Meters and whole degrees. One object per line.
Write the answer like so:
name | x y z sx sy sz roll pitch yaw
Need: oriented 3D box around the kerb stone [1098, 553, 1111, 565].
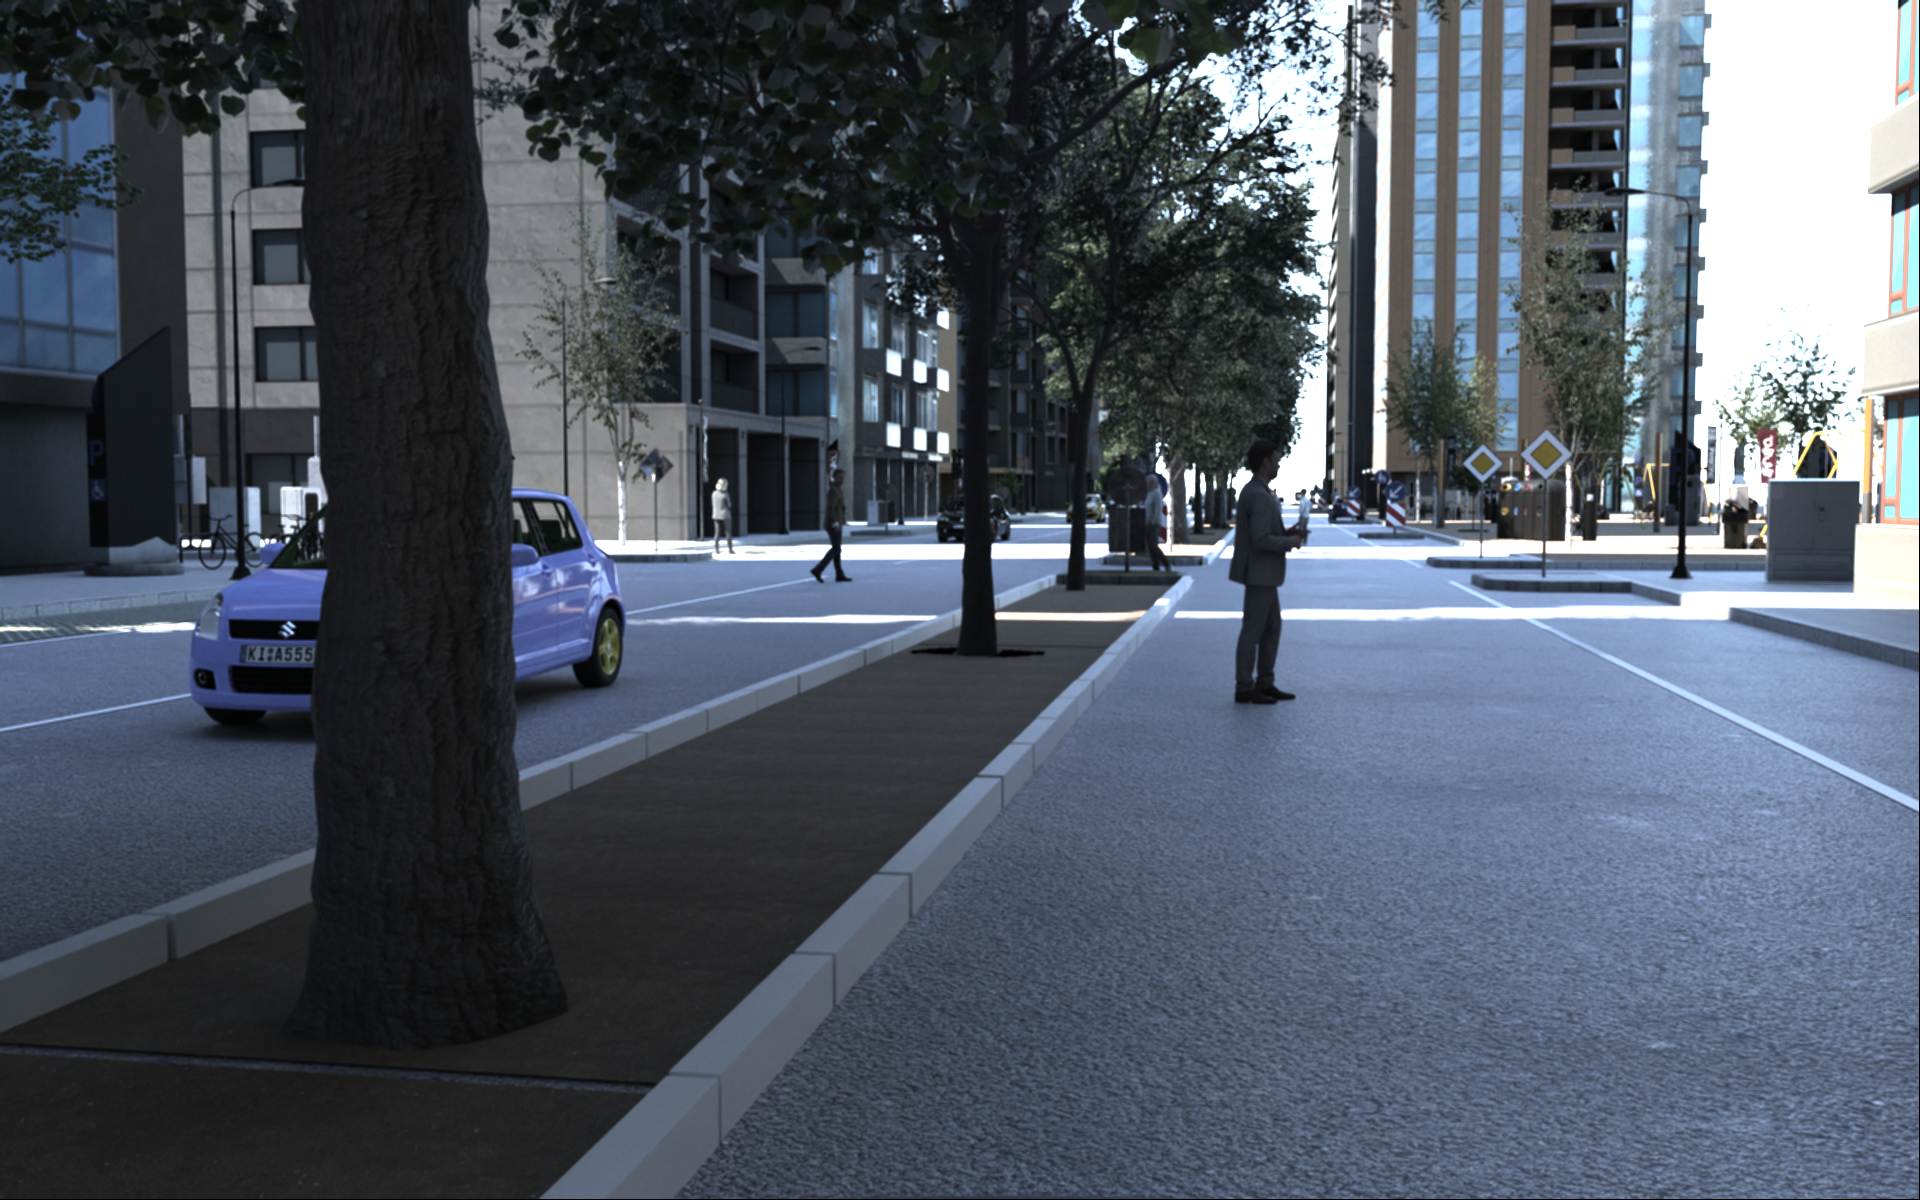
kerb stone | 2.939 -0.819 35.589 0.120 0.150 1.000 1 4 10

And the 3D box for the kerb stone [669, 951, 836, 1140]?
kerb stone | -0.500 1.093 4.334 0.120 0.150 1.000 1 4 10

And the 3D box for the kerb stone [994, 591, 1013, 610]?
kerb stone | 0.508 0.015 21.952 0.120 0.150 1.000 1 4 10

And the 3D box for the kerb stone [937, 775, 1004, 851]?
kerb stone | 0.042 0.912 7.377 0.120 0.150 1.000 1 4 10

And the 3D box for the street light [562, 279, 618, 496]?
street light | -8.070 -3.979 37.596 1.470 5.913 1.316 1 4 10

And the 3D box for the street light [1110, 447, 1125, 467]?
street light | 14.821 -11.836 166.055 1.470 5.913 1.316 1 4 10

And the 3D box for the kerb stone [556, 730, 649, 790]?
kerb stone | -1.833 0.821 8.823 0.120 0.150 1.000 1 4 10

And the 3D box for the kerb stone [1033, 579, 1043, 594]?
kerb stone | 1.042 -0.167 24.976 0.120 0.150 1.000 1 4 10

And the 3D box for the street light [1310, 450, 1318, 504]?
street light | 40.080 -13.476 192.866 1.470 5.913 1.316 1 4 10

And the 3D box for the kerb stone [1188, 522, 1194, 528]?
kerb stone | 10.308 -3.347 76.966 0.120 0.150 1.000 1 4 10

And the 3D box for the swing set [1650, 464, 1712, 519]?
swing set | 37.403 -5.713 91.027 3.119 2.851 2.862 0 4 -1

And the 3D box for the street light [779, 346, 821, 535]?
street light | -5.063 -5.027 54.730 1.470 5.913 1.316 1 4 10

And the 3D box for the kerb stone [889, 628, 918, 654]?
kerb stone | -0.568 0.392 15.885 0.120 0.150 1.000 1 4 10

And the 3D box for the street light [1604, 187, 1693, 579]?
street light | 10.456 -3.289 26.311 1.470 5.913 1.316 1 4 10

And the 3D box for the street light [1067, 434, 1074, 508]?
street light | 8.725 -9.722 131.503 1.470 5.913 1.316 1 4 10

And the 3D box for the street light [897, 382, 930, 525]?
street light | -1.929 -6.089 72.091 1.470 5.913 1.316 1 4 10

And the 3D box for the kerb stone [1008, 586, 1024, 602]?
kerb stone | 0.684 -0.047 22.962 0.120 0.150 1.000 1 4 10

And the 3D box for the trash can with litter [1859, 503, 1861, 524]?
trash can with litter | 27.403 -2.554 53.147 1.055 1.170 0.624 -3 5 -40

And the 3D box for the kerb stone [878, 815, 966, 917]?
kerb stone | -0.133 0.968 6.370 0.120 0.150 1.000 1 4 10

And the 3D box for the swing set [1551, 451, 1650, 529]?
swing set | 23.039 -4.045 63.759 2.862 2.851 3.119 -1 4 -16

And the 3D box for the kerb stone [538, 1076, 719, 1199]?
kerb stone | -0.677 1.156 3.327 0.120 0.150 1.000 1 4 10

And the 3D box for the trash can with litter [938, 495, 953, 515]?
trash can with litter | -0.657 -5.958 108.475 1.678 1.210 2.233 -2 4 -24

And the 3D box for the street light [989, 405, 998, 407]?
street light | 1.294 -7.206 90.358 1.470 5.913 1.316 1 4 10

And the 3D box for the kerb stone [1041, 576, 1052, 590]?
kerb stone | 1.215 -0.228 25.983 0.120 0.150 1.000 1 4 10

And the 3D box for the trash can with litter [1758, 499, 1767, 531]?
trash can with litter | 28.684 -2.999 60.086 2.233 1.210 1.678 0 4 3

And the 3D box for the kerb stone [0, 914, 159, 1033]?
kerb stone | -2.557 1.065 4.787 0.120 0.150 1.000 1 4 10

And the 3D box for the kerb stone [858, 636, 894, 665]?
kerb stone | -0.750 0.452 14.875 0.120 0.150 1.000 1 4 10

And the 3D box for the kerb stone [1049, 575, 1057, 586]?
kerb stone | 1.406 -0.293 26.987 0.120 0.150 1.000 1 4 10

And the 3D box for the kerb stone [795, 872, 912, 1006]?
kerb stone | -0.318 1.031 5.345 0.120 0.150 1.000 1 4 10

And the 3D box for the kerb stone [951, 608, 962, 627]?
kerb stone | -0.034 0.201 18.909 0.120 0.150 1.000 1 4 10

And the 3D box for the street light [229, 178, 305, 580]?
street light | -10.232 -3.251 25.687 1.470 5.913 1.316 1 4 10

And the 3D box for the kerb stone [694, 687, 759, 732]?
kerb stone | -1.475 0.695 10.839 0.120 0.150 1.000 1 4 10

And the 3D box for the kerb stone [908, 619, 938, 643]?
kerb stone | -0.391 0.324 16.892 0.120 0.150 1.000 1 4 10

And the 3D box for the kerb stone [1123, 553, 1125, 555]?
kerb stone | 3.651 -1.062 39.615 0.120 0.150 1.000 1 4 10

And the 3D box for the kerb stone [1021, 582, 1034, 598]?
kerb stone | 0.864 -0.108 23.969 0.120 0.150 1.000 1 4 10

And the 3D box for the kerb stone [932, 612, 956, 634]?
kerb stone | -0.219 0.263 17.900 0.120 0.150 1.000 1 4 10

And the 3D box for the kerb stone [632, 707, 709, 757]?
kerb stone | -1.655 0.756 9.832 0.120 0.150 1.000 1 4 10

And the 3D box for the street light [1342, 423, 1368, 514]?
street light | 26.025 -8.618 113.440 1.470 5.913 1.316 1 4 10

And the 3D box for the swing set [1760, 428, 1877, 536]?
swing set | 21.531 -2.742 42.460 2.862 2.851 3.119 1 4 9

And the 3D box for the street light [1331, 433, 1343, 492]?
street light | 28.991 -9.682 130.844 1.470 5.913 1.316 1 4 10

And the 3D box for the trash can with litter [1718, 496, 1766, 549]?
trash can with litter | 18.309 -1.775 40.405 1.055 1.170 0.624 0 4 3

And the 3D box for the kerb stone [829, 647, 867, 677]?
kerb stone | -0.939 0.517 13.867 0.120 0.150 1.000 1 4 10

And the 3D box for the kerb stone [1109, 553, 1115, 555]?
kerb stone | 3.116 -0.878 36.596 0.120 0.150 1.000 1 4 10

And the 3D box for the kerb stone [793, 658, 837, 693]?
kerb stone | -1.113 0.574 12.856 0.120 0.150 1.000 1 4 10

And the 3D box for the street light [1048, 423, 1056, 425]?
street light | 5.578 -8.623 113.528 1.470 5.913 1.316 1 4 10

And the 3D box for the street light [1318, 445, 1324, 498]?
street light | 35.209 -11.800 165.468 1.470 5.913 1.316 1 4 10

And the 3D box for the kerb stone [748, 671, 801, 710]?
kerb stone | -1.300 0.633 11.848 0.120 0.150 1.000 1 4 10

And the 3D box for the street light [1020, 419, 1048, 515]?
street light | 4.466 -8.252 107.463 1.470 5.913 1.316 1 4 10

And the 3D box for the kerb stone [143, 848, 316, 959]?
kerb stone | -2.366 1.004 5.798 0.120 0.150 1.000 1 4 10

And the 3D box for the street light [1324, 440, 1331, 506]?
street light | 32.202 -10.752 148.333 1.470 5.913 1.316 1 4 10

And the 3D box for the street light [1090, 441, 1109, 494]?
street light | 11.773 -10.770 148.630 1.470 5.913 1.316 1 4 10

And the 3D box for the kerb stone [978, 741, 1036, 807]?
kerb stone | 0.228 0.844 8.398 0.120 0.150 1.000 1 4 10

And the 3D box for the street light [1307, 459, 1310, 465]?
street light | 43.303 -14.571 210.783 1.470 5.913 1.316 1 4 10

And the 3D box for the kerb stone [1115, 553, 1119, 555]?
kerb stone | 3.284 -0.942 37.604 0.120 0.150 1.000 1 4 10

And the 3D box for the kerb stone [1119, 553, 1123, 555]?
kerb stone | 3.478 -1.004 38.607 0.120 0.150 1.000 1 4 10

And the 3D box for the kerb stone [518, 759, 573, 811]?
kerb stone | -2.013 0.879 7.816 0.120 0.150 1.000 1 4 10
